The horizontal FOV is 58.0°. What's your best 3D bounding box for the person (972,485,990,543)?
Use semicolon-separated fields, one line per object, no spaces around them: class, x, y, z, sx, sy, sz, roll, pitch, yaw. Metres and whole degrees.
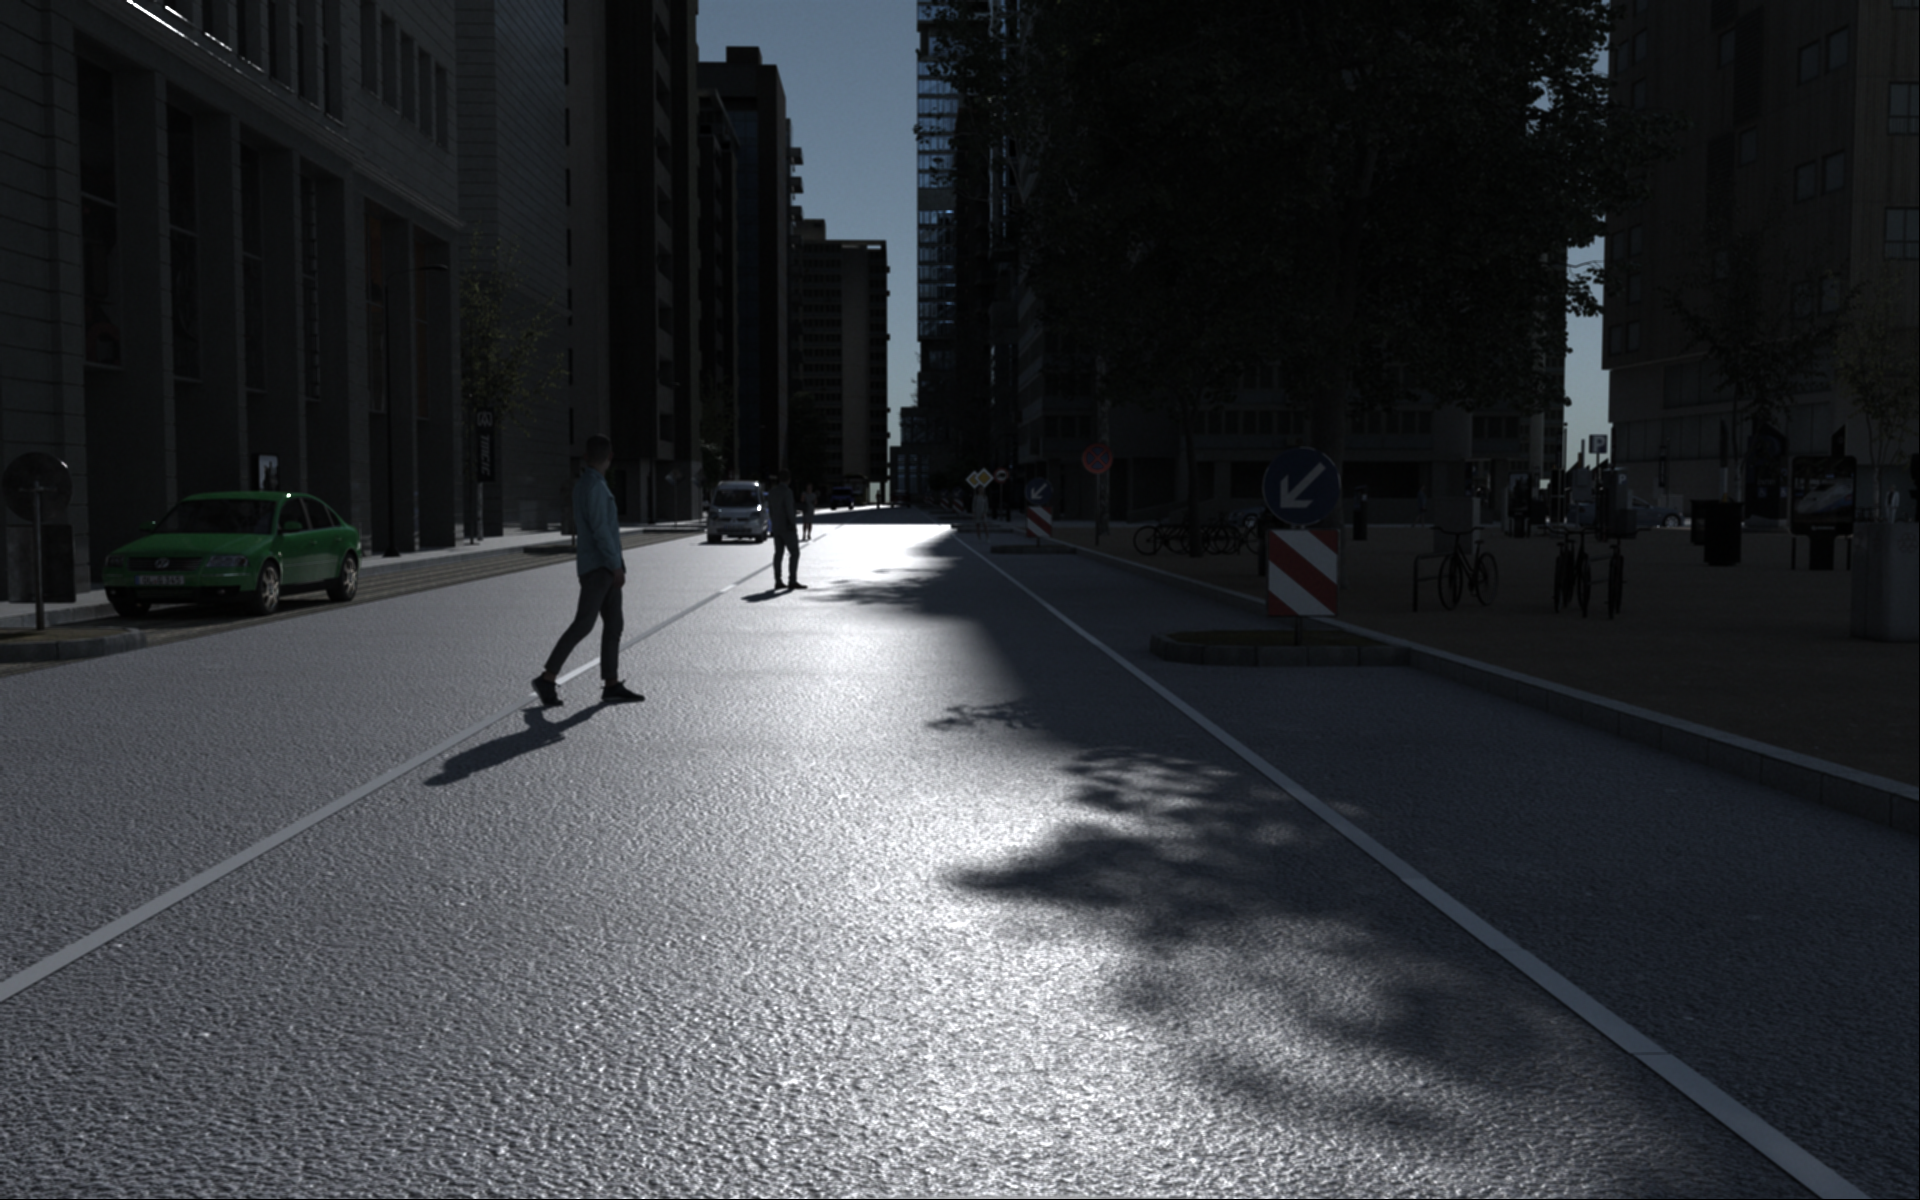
person;0.613;-2.546;51.134;0.512;1.701;0.522;0;4;-2

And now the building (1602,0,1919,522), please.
building;51.497;-30.556;88.837;27.495;52.752;28.713;0;4;-2

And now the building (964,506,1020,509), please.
building;11.550;-52.001;162.879;22.319;86.520;31.000;0;4;-2

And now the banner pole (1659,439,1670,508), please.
banner pole;32.067;-5.431;78.819;0.401;3.779;0.863;-1;4;-15

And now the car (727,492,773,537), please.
car;-6.984;-3.036;59.227;1.945;1.707;3.694;0;4;0

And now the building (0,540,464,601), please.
building;-17.076;-15.256;26.920;11.434;29.767;29.804;0;4;-2

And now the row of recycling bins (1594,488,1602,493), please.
row of recycling bins;40.247;-6.098;106.818;3.534;1.692;1.069;2;4;25

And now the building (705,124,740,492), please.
building;-24.971;-22.236;135.268;14.160;30.474;14.107;0;4;-2

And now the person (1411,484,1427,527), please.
person;18.405;-3.718;69.318;0.654;1.822;0.581;1;4;14

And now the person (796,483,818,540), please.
person;-4.813;-2.784;54.380;0.716;1.782;0.532;-2;4;-23

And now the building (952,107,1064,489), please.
building;10.312;-33.040;194.820;22.147;44.769;28.867;0;4;-2

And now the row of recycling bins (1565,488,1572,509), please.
row of recycling bins;41.017;-6.652;115.868;1.069;1.692;3.534;2;4;25

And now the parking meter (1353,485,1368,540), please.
parking meter;11.099;-2.422;48.019;0.372;1.533;0.369;0;3;0

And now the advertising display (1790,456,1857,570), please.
advertising display;14.535;-1.466;29.178;0.974;1.923;0.123;1;4;17

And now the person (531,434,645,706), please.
person;-2.553;-0.215;11.882;0.748;1.841;0.638;0;4;-7

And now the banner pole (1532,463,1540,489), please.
banner pole;46.334;-9.149;139.596;0.863;3.779;0.401;0;4;2

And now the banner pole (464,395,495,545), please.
banner pole;-12.140;-3.288;43.768;0.863;3.779;0.401;0;4;3

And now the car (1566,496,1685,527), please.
car;26.610;-3.499;69.210;4.499;1.417;2.014;0;4;-1

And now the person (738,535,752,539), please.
person;-6.791;-2.842;54.883;0.656;1.842;0.836;-2;4;-26

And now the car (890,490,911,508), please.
car;-6.180;-10.478;179.991;2.281;1.827;5.304;0;4;-2

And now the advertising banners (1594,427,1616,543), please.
advertising banners;17.166;-3.047;46.011;0.090;3.025;2.074;1;4;10

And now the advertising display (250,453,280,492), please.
advertising display;-10.939;-1.352;27.318;0.123;1.923;0.974;0;4;-3

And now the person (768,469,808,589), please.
person;-2.660;-1.079;26.243;0.635;1.810;0.391;3;4;39

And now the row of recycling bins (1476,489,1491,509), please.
row of recycling bins;37.435;-7.270;125.983;3.534;1.692;1.069;1;4;22

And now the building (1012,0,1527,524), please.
building;15.225;-24.257;88.486;23.993;40.220;32.217;0;4;-2

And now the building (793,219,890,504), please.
building;-22.010;-33.985;247.541;23.993;40.220;32.217;0;4;-2

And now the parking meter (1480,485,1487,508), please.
parking meter;34.077;-6.548;112.778;0.399;1.863;0.255;3;5;43

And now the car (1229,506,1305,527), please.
car;13.028;-3.509;69.374;4.499;1.417;2.014;0;4;-1

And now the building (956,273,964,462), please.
building;6.395;-27.210;216.576;14.160;30.474;14.107;0;4;-2

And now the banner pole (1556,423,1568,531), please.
banner pole;21.139;-4.335;60.900;0.401;3.779;0.863;-1;4;-9

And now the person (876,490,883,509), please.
person;-7.921;-9.803;168.718;0.705;1.831;1.348;-2;4;-31

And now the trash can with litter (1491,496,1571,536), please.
trash can with litter;17.441;-2.578;53.203;1.678;1.210;2.233;-3;5;-42

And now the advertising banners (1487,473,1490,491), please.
advertising banners;43.683;-9.077;144.589;2.074;3.025;0.090;-3;4;-38

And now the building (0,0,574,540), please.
building;-28.761;-17.070;56.579;29.804;29.767;11.434;0;4;-2

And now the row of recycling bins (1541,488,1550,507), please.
row of recycling bins;42.269;-7.311;126.647;3.534;1.692;1.069;-3;5;-44

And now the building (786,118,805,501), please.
building;-34.364;-36.074;209.424;30.456;49.044;23.786;0;4;-2

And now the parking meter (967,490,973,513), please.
parking meter;0.758;-7.564;132.075;0.372;1.533;0.369;0;3;0

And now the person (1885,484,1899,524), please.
person;38.882;-3.909;72.289;0.514;1.842;0.818;2;4;28

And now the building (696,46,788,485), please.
building;-25.148;-32.279;177.878;14.600;45.320;14.200;0;4;-2

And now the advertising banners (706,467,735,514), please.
advertising banners;-15.624;-7.145;113.010;2.074;3.025;0.090;1;4;17

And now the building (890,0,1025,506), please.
building;5.645;-56.854;242.239;31.000;86.520;22.319;0;4;-2

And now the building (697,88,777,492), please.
building;-33.415;-28.549;158.662;32.217;40.220;23.993;0;4;-2

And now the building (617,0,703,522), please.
building;-19.840;-18.858;80.034;14.160;30.474;14.107;0;4;-2

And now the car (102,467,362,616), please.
car;-8.954;-0.783;21.604;1.959;1.807;4.718;0;4;-1

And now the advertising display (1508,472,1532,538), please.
advertising display;16.388;-2.783;50.711;0.123;1.923;0.974;-1;4;-18
